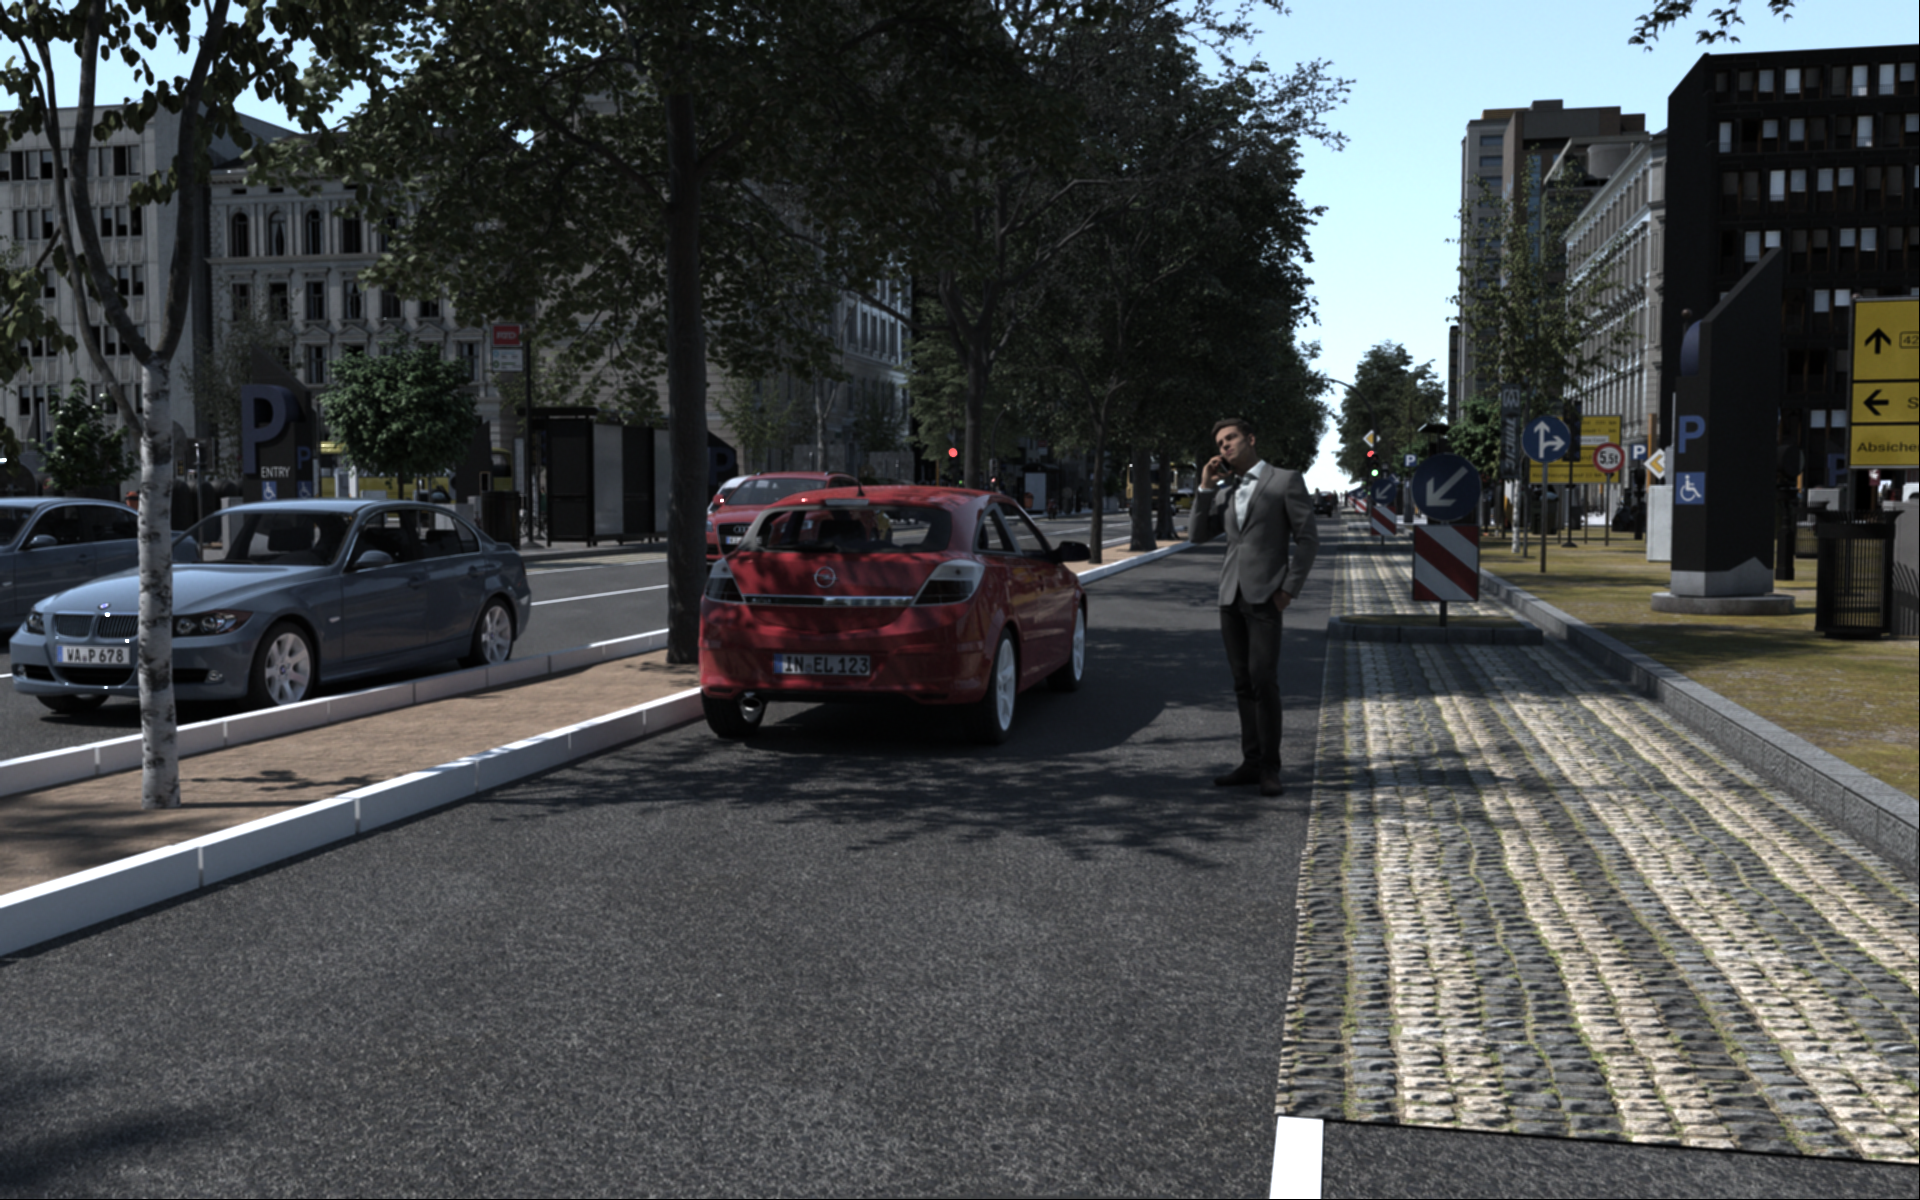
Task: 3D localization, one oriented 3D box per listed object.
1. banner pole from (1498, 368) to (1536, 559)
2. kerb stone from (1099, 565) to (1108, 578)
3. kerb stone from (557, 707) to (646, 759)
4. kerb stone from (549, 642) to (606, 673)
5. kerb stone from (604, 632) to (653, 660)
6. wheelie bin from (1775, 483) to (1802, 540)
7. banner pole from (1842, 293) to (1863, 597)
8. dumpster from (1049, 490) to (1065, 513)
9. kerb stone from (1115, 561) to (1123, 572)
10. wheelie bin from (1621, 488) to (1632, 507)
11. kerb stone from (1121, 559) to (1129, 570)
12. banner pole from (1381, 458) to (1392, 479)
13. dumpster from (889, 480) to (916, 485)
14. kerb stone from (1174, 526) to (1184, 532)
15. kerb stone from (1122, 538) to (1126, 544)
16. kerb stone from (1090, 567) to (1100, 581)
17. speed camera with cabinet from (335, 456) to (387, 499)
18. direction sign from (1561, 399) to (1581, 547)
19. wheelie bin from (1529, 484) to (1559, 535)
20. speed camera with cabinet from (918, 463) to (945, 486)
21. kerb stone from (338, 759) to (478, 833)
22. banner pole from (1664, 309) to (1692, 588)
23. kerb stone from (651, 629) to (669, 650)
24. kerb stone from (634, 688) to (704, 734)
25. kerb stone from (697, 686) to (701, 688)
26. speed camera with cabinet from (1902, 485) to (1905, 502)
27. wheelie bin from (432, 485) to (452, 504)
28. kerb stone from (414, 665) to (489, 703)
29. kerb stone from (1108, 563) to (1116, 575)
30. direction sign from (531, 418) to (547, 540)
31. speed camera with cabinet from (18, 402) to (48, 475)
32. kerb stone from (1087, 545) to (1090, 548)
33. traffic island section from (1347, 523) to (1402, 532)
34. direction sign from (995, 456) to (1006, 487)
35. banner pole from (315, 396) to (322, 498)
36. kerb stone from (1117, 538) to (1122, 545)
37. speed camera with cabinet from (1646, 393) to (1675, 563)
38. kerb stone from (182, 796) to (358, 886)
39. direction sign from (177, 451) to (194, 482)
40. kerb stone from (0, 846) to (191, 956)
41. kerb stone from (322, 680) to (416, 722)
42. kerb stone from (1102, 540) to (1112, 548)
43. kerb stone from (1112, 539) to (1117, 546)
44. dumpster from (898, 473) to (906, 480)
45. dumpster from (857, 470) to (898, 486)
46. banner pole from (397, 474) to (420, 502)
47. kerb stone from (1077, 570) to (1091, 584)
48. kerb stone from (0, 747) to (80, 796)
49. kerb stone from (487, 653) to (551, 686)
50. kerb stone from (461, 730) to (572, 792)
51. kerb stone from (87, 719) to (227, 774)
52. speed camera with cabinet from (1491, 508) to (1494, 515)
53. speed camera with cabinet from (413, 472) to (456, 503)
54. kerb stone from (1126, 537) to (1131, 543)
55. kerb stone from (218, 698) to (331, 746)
[{"bbox_3d":[11.082,-2.718,34.456,0.863,3.779,0.401,-1,4,-17],"label":"banner pole"},{"bbox_3d":[2.377,-0.467,29.833,0.120,0.150,1.000,1,4,12],"label":"kerb stone"},{"bbox_3d":[-2.049,0.757,9.825,0.120,0.150,1.000,1,4,12],"label":"kerb stone"},{"bbox_3d":[-3.205,0.484,14.281,0.120,0.150,1.000,1,4,12],"label":"kerb stone"},{"bbox_3d":[-2.986,0.423,15.279,0.120,0.150,1.000,1,4,12],"label":"kerb stone"},{"bbox_3d":[23.273,-2.506,48.873,0.980,1.594,0.693,0,4,3],"label":"wheelie bin"},{"bbox_3d":[11.311,-1.926,21.514,0.401,3.779,0.863,-3,4,-36],"label":"banner pole"},{"bbox_3d":[6.906,-7.020,120.539,1.264,1.857,1.865,1,4,12],"label":"dumpster"},{"bbox_3d":[2.828,-0.585,31.841,0.120,0.150,1.000,1,4,12],"label":"kerb stone"},{"bbox_3d":[35.144,-5.067,90.745,0.980,1.594,0.693,2,4,27],"label":"wheelie bin"},{"bbox_3d":[3.043,-0.651,32.844,0.120,0.150,1.000,1,4,12],"label":"kerb stone"},{"bbox_3d":[29.537,-7.936,119.764,0.863,3.779,0.401,0,4,8],"label":"banner pole"},{"bbox_3d":[-2.468,-4.044,71.874,1.264,1.857,1.865,1,4,12],"label":"dumpster"},{"bbox_3d":[8.536,-2.761,67.331,0.120,0.150,1.000,1,4,12],"label":"kerb stone"},{"bbox_3d":[4.545,-1.659,49.315,0.120,0.150,1.000,1,4,12],"label":"kerb stone"},{"bbox_3d":[2.161,-0.406,28.834,0.120,0.150,1.000,1,4,12],"label":"kerb stone"},{"bbox_3d":[-25.715,-4.894,74.355,2.038,3.252,0.660,-2,4,-34],"label":"speed camera with cabinet"},{"bbox_3d":[14.730,-3.043,41.757,0.876,3.537,0.379,-3,5,-44],"label":"direction sign"},{"bbox_3d":[18.361,-2.845,54.428,0.693,1.594,0.980,-2,4,-31],"label":"wheelie bin"},{"bbox_3d":[-1.865,-7.641,119.271,2.038,3.252,0.660,1,4,12],"label":"speed camera with cabinet"},{"bbox_3d":[-2.487,0.879,7.819,0.120,0.150,1.000,1,4,12],"label":"kerb stone"},{"bbox_3d":[9.892,-2.036,23.303,0.401,3.779,0.863,-1,4,-17],"label":"banner pole"},{"bbox_3d":[-2.768,0.362,16.281,0.120,0.150,1.000,1,4,12],"label":"kerb stone"},{"bbox_3d":[-1.826,0.696,10.824,0.120,0.150,1.000,1,4,12],"label":"kerb stone"},{"bbox_3d":[-1.608,0.634,11.823,0.120,0.150,1.000,1,4,12],"label":"kerb stone"},{"bbox_3d":[14.642,-1.871,24.926,0.660,3.252,2.038,-1,4,-21],"label":"speed camera with cabinet"},{"bbox_3d":[-18.275,-3.239,60.862,0.693,1.594,0.980,-2,4,-33],"label":"wheelie bin"},{"bbox_3d":[-3.656,0.607,12.286,0.120,0.150,1.000,1,4,12],"label":"kerb stone"},{"bbox_3d":[2.606,-0.529,30.837,0.120,0.150,1.000,1,4,12],"label":"kerb stone"},{"bbox_3d":[-11.733,-3.439,48.233,0.379,3.537,0.876,1,4,22],"label":"direction sign"},{"bbox_3d":[-20.068,-2.672,38.031,0.660,3.252,2.038,-1,4,-11],"label":"speed camera with cabinet"},{"bbox_3d":[3.443,-1.352,44.308,0.120,0.150,1.000,1,4,12],"label":"kerb stone"},{"bbox_3d":[16.203,-2.782,67.759,2.009,0.180,2.903,1,4,12],"label":"traffic island section"},{"bbox_3d":[2.325,-6.778,102.819,0.876,3.537,0.379,1,4,14],"label":"direction sign"},{"bbox_3d":[-16.278,-3.302,44.011,0.401,3.779,0.863,-1,4,-18],"label":"banner pole"},{"bbox_3d":[4.326,-1.596,48.313,0.120,0.150,1.000,1,4,12],"label":"kerb stone"},{"bbox_3d":[13.712,-2.374,33.155,0.660,3.252,2.038,2,4,34],"label":"speed camera with cabinet"},{"bbox_3d":[-2.714,0.944,6.823,0.120,0.150,1.000,1,4,12],"label":"kerb stone"},{"bbox_3d":[-33.164,-5.029,74.214,0.876,3.537,0.379,1,4,17],"label":"direction sign"},{"bbox_3d":[-2.935,1.001,5.824,0.120,0.150,1.000,1,4,12],"label":"kerb stone"},{"bbox_3d":[-3.881,0.667,11.288,0.120,0.150,1.000,1,4,12],"label":"kerb stone"},{"bbox_3d":[3.882,-1.475,46.317,0.120,0.150,1.000,1,4,12],"label":"kerb stone"},{"bbox_3d":[4.103,-1.536,47.315,0.120,0.150,1.000,1,4,12],"label":"kerb stone"},{"bbox_3d":[-3.135,-4.774,80.546,1.502,2.255,1.985,1,4,13],"label":"dumpster"},{"bbox_3d":[-3.600,-4.134,70.089,1.502,2.255,1.985,1,4,12],"label":"dumpster"},{"bbox_3d":[-16.555,-3.801,52.158,0.863,3.779,0.401,0,4,0],"label":"banner pole"},{"bbox_3d":[1.937,-0.344,27.833,0.120,0.150,1.000,1,4,12],"label":"kerb stone"},{"bbox_3d":[-4.544,0.850,8.293,0.120,0.150,1.000,1,4,12],"label":"kerb stone"},{"bbox_3d":[-3.438,0.545,13.285,0.120,0.150,1.000,1,4,12],"label":"kerb stone"},{"bbox_3d":[-2.266,0.818,8.826,0.120,0.150,1.000,1,4,12],"label":"kerb stone"},{"bbox_3d":[-4.317,0.789,9.290,0.120,0.150,1.000,1,4,12],"label":"kerb stone"},{"bbox_3d":[30.076,-6.352,98.185,2.038,3.252,0.660,0,4,-6],"label":"speed camera with cabinet"},{"bbox_3d":[-20.650,-4.557,68.843,2.038,3.252,0.660,0,4,-7],"label":"speed camera with cabinet"},{"bbox_3d":[4.777,-1.719,50.319,0.120,0.150,1.000,1,4,12],"label":"kerb stone"},{"bbox_3d":[-4.093,0.728,10.288,0.120,0.150,1.000,1,4,12],"label":"kerb stone"}]
